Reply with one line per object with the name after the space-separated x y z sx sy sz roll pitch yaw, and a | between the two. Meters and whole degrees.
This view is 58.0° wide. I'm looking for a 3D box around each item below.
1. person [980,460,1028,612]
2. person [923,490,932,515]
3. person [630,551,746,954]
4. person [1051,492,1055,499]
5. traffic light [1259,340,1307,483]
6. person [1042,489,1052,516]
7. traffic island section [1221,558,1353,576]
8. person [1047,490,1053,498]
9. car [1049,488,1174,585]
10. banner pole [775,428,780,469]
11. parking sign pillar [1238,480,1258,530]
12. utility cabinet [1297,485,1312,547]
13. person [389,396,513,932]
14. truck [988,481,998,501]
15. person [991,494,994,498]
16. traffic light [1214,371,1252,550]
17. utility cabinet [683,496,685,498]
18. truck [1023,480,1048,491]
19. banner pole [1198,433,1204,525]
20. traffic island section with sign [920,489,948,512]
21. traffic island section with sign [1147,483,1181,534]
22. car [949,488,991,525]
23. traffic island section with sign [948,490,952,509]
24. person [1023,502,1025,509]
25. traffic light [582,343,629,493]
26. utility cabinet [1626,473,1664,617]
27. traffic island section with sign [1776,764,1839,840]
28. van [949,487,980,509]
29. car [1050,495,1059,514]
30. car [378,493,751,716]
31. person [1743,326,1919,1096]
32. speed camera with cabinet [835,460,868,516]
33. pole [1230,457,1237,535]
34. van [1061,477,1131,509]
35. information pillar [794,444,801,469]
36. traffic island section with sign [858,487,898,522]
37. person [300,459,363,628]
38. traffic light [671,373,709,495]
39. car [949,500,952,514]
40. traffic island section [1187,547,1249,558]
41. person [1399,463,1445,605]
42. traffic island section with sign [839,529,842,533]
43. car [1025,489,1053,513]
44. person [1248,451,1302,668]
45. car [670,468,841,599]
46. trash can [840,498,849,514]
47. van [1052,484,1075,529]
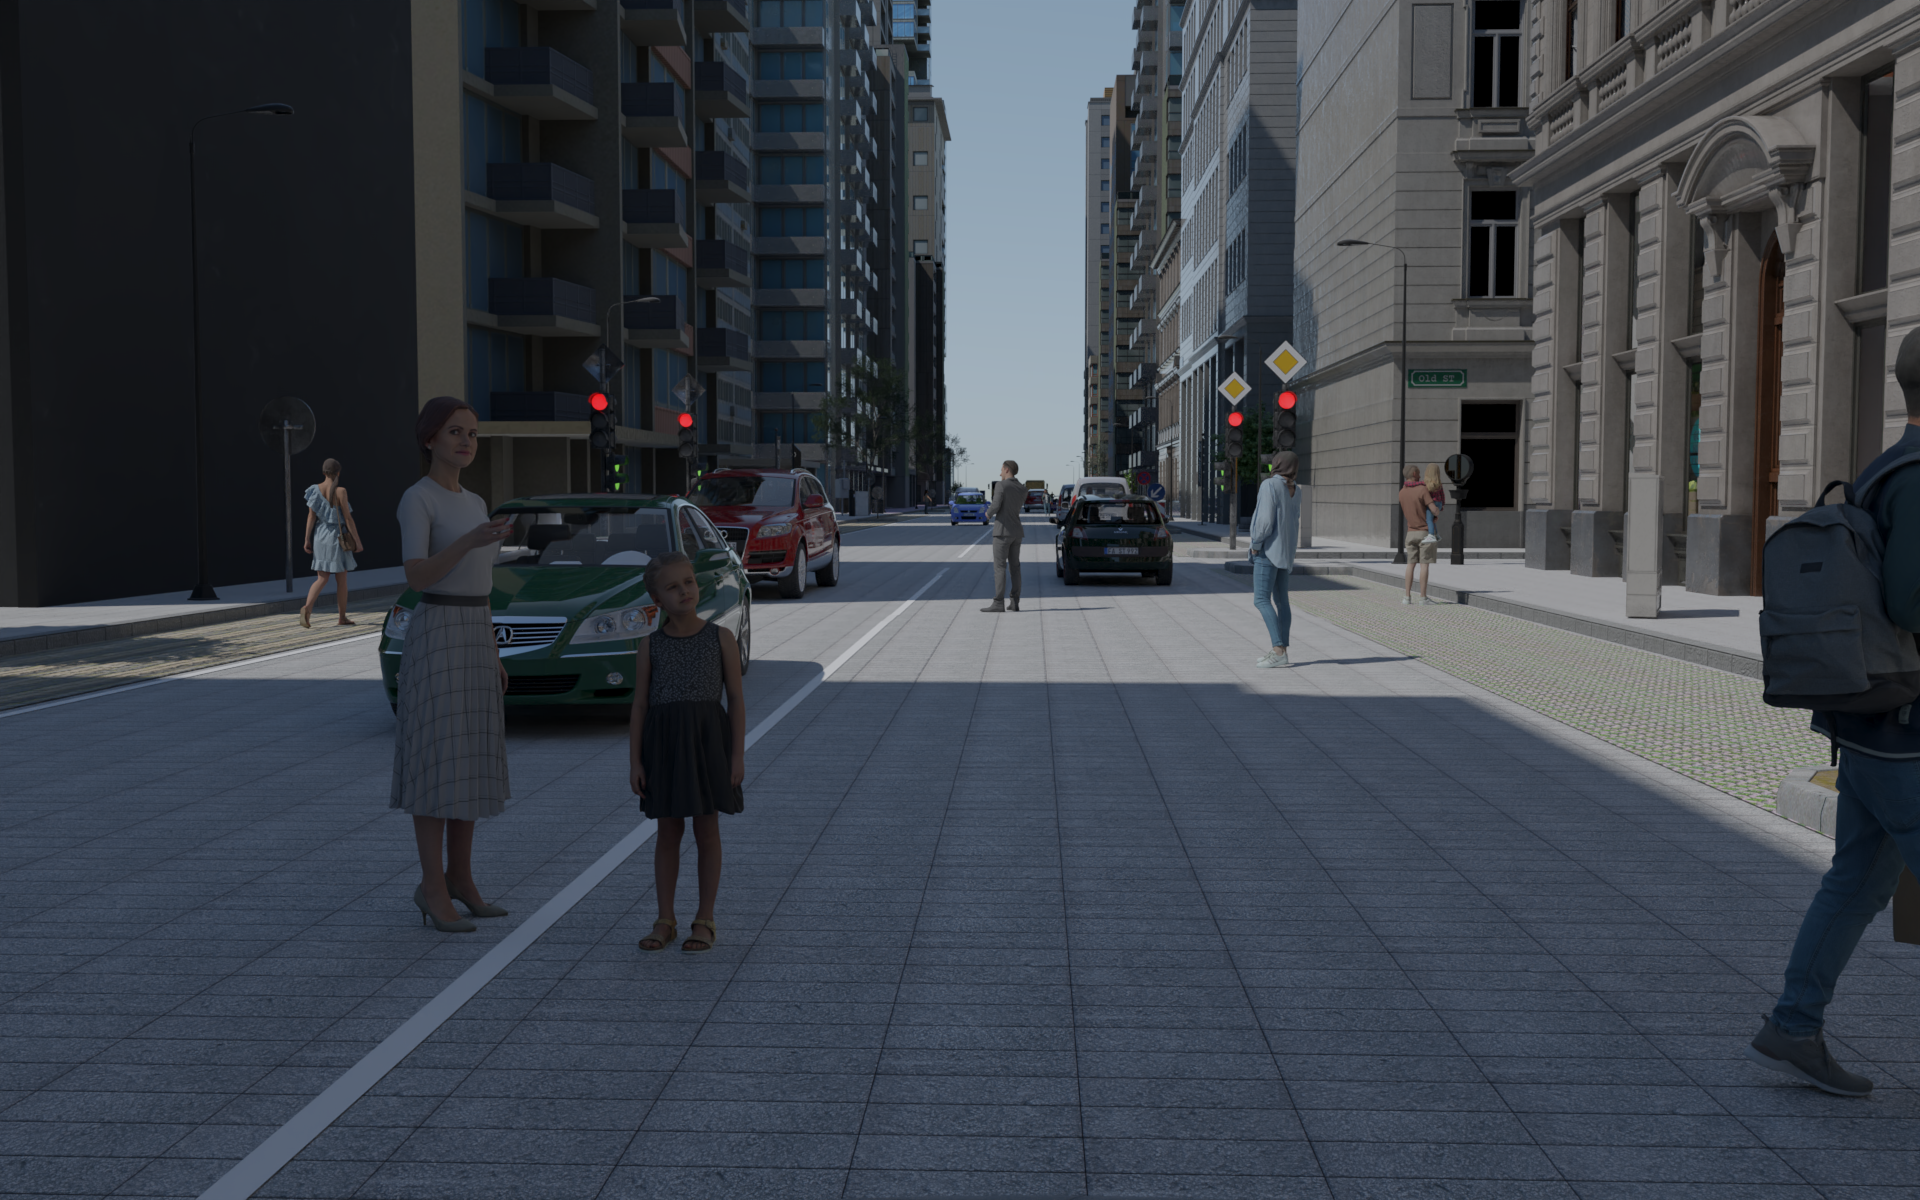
0.513 -0.787 21.172 0.447 1.846 0.655 3 5 42 | person
-2.277 -6.825 120.808 0.721 1.735 1.217 -2 4 -27 | person
-0.857 0.472 5.454 0.362 1.253 0.373 0 4 4 | person
13.941 -15.518 262.245 1.348 1.821 0.705 -1 4 -15 | person
5.928 -2.621 31.771 0.839 4.253 0.868 0 4 2 | traffic light
5.657 -6.381 113.175 0.623 1.781 0.721 0 4 -5 | person
5.967 -0.587 31.883 2.009 0.180 2.903 0 4 2 | traffic island section
7.967 -9.238 159.177 1.348 1.869 0.705 1 4 11 | person
2.496 -1.148 28.563 2.009 1.686 4.222 0 4 1 | car
-6.937 -4.648 66.016 0.401 3.779 0.863 1 4 8 | banner pole
10.826 -4.544 62.765 1.447 3.967 1.447 -2 4 -27 | parking sign pillar
8.070 -2.014 41.604 0.318 1.500 1.173 -1 4 -15 | utility cabinet
-1.614 0.205 5.725 0.524 1.755 0.480 1 4 16 | person
5.945 -15.794 254.149 3.469 3.379 9.791 0 4 3 | truck
4.633 -13.497 229.892 1.217 1.735 0.721 3 5 41 | person
6.260 -3.109 39.749 0.839 4.253 0.868 0 4 2 | traffic light
-7.660 -2.300 48.768 0.306 1.237 1.020 1 4 16 | utility cabinet
10.215 -14.647 235.401 3.469 3.379 9.791 0 4 3 | truck
9.918 -4.973 71.330 0.401 3.779 0.863 -1 4 -9 | banner pole
-2.203 -7.993 139.316 1.989 1.847 2.006 0 4 2 | traffic island section with sign
6.928 -3.300 62.582 1.989 1.847 2.006 0 4 2 | traffic island section with sign
0.482 -4.323 80.267 1.945 1.707 3.694 0 4 3 | car
-1.058 -9.676 166.833 1.989 1.847 2.006 0 4 2 | traffic island section with sign
6.302 -9.639 166.227 1.348 1.807 0.705 -1 4 -11 | person
-6.624 -2.652 32.276 0.839 4.253 0.868 0 4 2 | traffic light
7.242 -0.586 18.267 0.318 1.500 1.173 2 4 24 | utility cabinet
4.619 0.087 7.212 1.989 1.847 2.006 0 4 2 | traffic island section with sign
0.405 -5.839 102.473 2.013 2.044 4.112 0 4 4 | van
7.435 -6.991 126.876 1.945 1.354 3.894 0 4 4 | car
-2.609 -0.033 12.341 2.131 1.459 4.920 0 4 1 | car
2.208 0.276 3.975 0.713 1.824 0.794 2 4 34 | person
-6.365 -6.573 101.811 2.038 3.252 0.660 -3 5 -41 | speed camera with cabinet
8.556 -3.686 54.113 0.158 3.312 0.155 0 3 0 | pole
3.560 -2.245 43.716 2.013 2.044 4.112 0 4 4 | van
-7.368 -5.296 77.942 0.504 3.616 0.183 2 4 32 | information pillar
-4.249 -4.990 90.208 1.989 1.847 2.006 0 4 2 | traffic island section with sign
-6.737 -0.611 18.586 0.616 1.811 0.778 1 4 18 | person
-6.291 -3.140 40.254 0.839 4.253 0.868 0 4 2 | traffic light
0.237 -6.899 125.164 2.083 1.381 4.827 0 4 2 | car
6.300 -1.075 39.861 2.009 0.180 2.903 0 4 2 | traffic island section
5.967 -0.848 22.340 0.580 1.828 0.573 0 4 6 | person
-5.372 -3.342 63.276 1.989 1.847 2.006 0 4 2 | traffic island section with sign
6.113 -7.739 135.208 2.281 1.827 5.304 0 4 4 | car
2.655 -0.351 14.497 0.793 1.790 0.793 1 4 9 | person
-3.029 -1.025 25.426 2.281 1.827 5.304 0 4 4 | car
-7.569 -6.215 113.262 0.748 1.137 0.748 0 3 0 | trash can
4.885 -4.020 72.743 2.013 2.044 4.112 0 4 3 | van
